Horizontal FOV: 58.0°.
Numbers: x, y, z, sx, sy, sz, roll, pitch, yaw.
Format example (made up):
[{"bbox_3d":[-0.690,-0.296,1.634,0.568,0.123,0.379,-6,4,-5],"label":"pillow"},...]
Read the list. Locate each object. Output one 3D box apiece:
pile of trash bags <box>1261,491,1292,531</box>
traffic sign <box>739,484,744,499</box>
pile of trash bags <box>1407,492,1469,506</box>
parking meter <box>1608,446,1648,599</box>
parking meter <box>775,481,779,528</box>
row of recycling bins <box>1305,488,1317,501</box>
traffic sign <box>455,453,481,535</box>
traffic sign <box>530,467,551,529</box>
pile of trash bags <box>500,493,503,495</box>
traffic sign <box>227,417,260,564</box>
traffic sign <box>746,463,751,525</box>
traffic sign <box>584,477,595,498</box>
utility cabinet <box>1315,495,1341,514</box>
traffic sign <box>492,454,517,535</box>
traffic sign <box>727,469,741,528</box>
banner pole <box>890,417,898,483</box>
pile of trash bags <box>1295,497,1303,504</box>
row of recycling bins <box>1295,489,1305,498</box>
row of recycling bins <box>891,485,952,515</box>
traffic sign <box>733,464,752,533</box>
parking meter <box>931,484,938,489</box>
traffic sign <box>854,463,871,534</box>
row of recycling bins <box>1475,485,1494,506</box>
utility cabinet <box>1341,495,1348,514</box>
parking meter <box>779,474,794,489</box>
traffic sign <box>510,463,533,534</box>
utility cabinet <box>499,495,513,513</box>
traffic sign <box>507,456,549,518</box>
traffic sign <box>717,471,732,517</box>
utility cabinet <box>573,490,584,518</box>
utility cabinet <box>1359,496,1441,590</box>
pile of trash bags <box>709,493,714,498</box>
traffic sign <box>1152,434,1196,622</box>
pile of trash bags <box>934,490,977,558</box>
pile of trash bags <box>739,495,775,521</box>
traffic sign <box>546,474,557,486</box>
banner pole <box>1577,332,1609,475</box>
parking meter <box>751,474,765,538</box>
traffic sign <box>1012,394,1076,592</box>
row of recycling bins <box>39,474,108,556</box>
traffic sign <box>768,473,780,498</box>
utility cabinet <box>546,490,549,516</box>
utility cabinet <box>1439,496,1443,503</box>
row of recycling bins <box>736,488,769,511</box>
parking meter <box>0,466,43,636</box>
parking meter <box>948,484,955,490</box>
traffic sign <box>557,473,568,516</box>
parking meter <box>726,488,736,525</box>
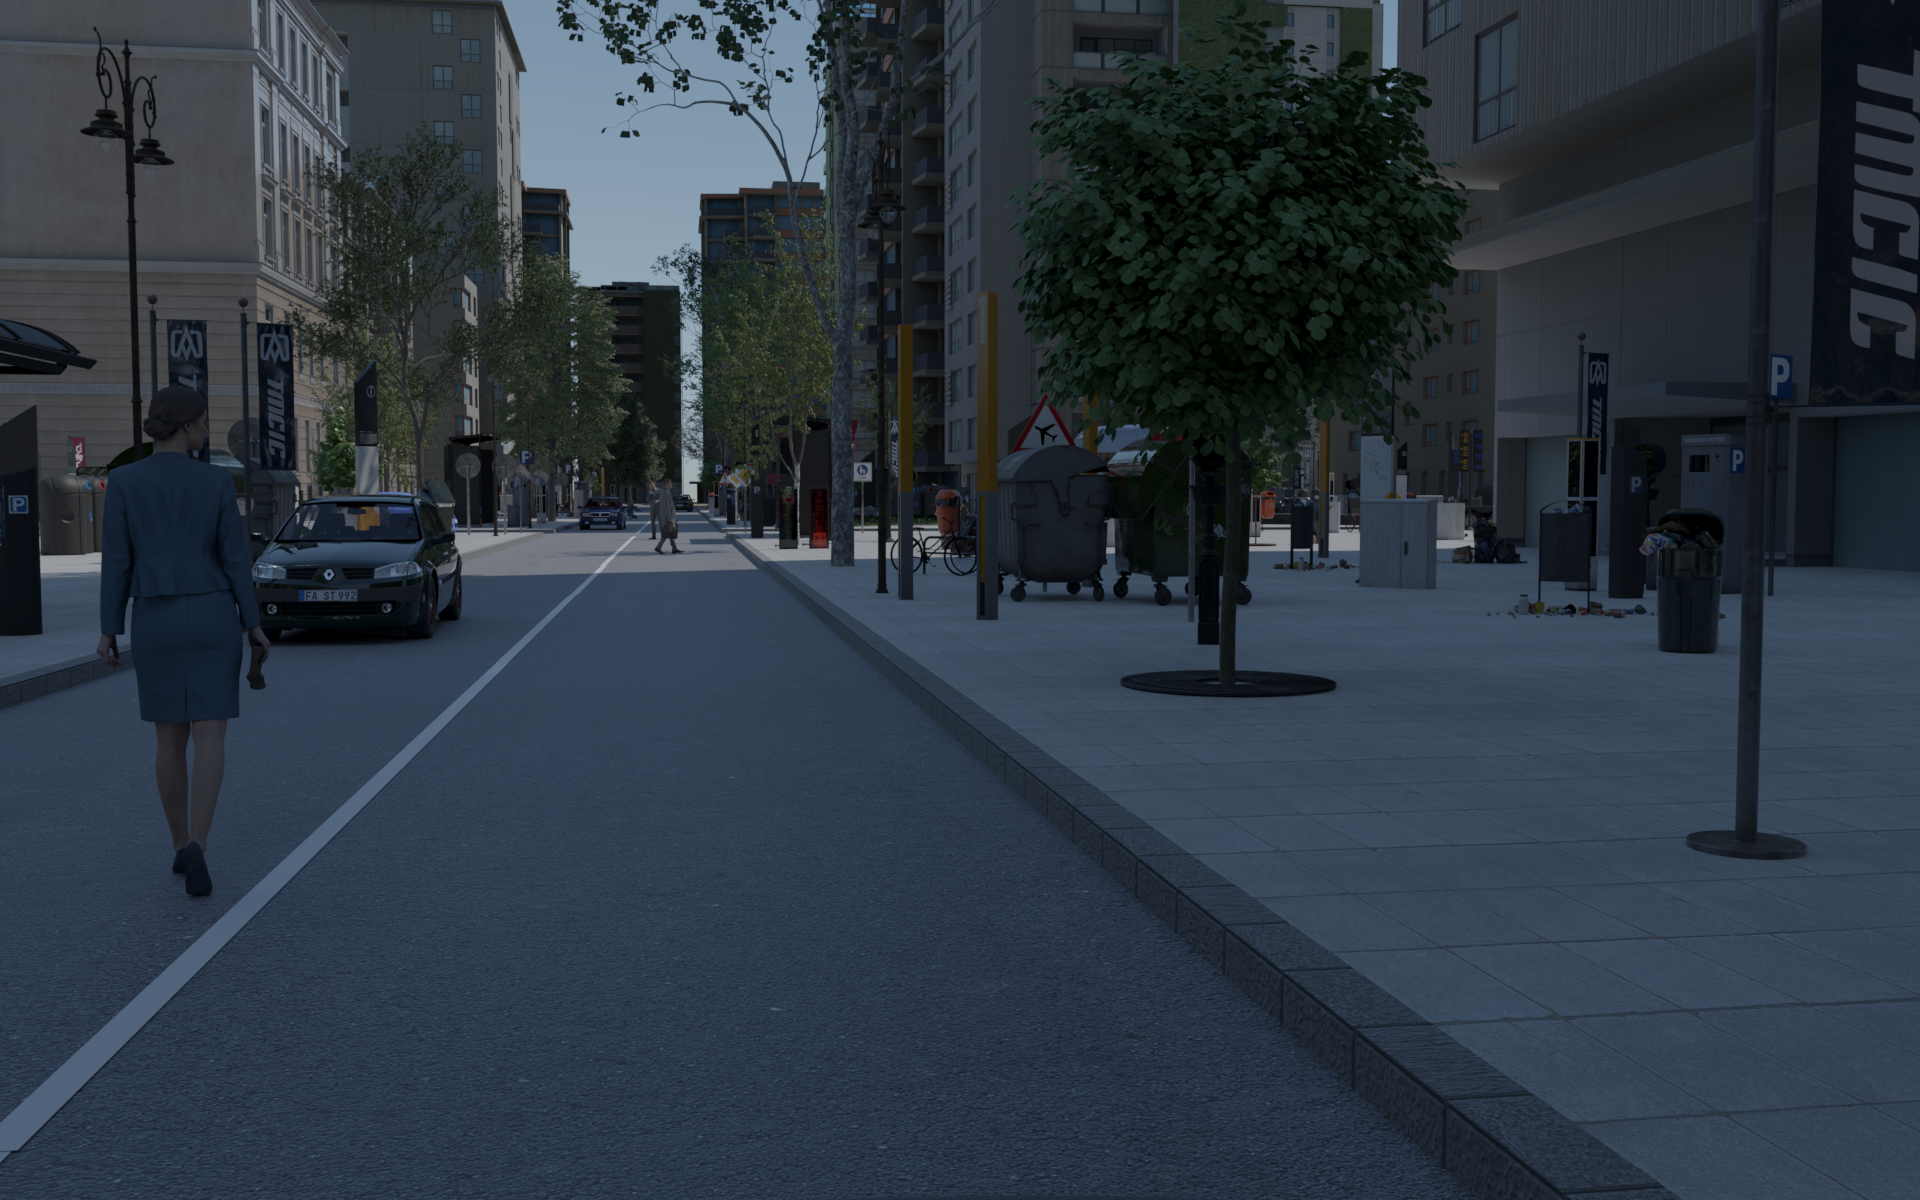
[{"bbox_3d":[9.315,-2.998,58.768,3.447,1.369,1.912,-2,4,-30],"label":"pile of trash bags"},{"bbox_3d":[-13.288,-6.356,106.054,0.606,2.300,0.079,0,4,-2],"label":"traffic sign"},{"bbox_3d":[22.753,-4.448,82.471,3.447,1.369,1.912,2,4,30],"label":"pile of trash bags"},{"bbox_3d":[8.223,-0.954,21.313,0.399,1.863,0.255,-2,4,-23],"label":"parking meter"},{"bbox_3d":[-6.797,-3.666,65.651,0.399,1.863,0.255,-1,4,-19],"label":"parking meter"},{"bbox_3d":[25.443,-6.758,117.601,3.534,1.692,1.069,2,4,35],"label":"row of recycling bins"},{"bbox_3d":[-15.320,-3.293,53.955,0.768,2.556,0.104,0,4,-4],"label":"traffic sign"},{"bbox_3d":[-15.551,-3.700,64.132,0.795,2.450,0.064,-1,4,-9],"label":"traffic sign"},{"bbox_3d":[-33.060,-7.204,127.538,1.912,1.369,3.447,-3,5,-40],"label":"pile of trash bags"},{"bbox_3d":[-11.749,-1.752,28.749,0.768,2.556,0.104,-1,4,-8],"label":"traffic sign"},{"bbox_3d":[-8.590,-4.349,71.217,0.768,2.556,0.104,0,4,-3],"label":"traffic sign"},{"bbox_3d":[-27.301,-7.802,127.669,0.768,2.556,0.104,0,4,-2],"label":"traffic sign"},{"bbox_3d":[14.916,-3.632,70.542,0.306,1.237,1.020,-2,4,-32],"label":"utility cabinet"},{"bbox_3d":[-14.391,-3.341,54.727,0.768,2.556,0.104,0,4,-6],"label":"traffic sign"},{"bbox_3d":[-8.397,-3.769,65.270,0.795,2.450,0.064,-1,4,-9],"label":"traffic sign"},{"bbox_3d":[-1.725,-3.616,49.143,0.863,3.779,0.401,3,4,37],"label":"banner pole"},{"bbox_3d":[13.982,-4.160,77.765,1.912,1.369,3.447,-3,4,-38],"label":"pile of trash bags"},{"bbox_3d":[25.304,-7.795,134.565,3.534,1.692,1.069,1,4,12],"label":"row of recycling bins"},{"bbox_3d":[-1.885,-4.485,80.440,3.534,1.692,1.069,-3,4,-36],"label":"row of recycling bins"},{"bbox_3d":[-7.115,-3.287,57.388,0.795,2.450,0.064,-1,4,-9],"label":"traffic sign"},{"bbox_3d":[-1.438,-5.608,97.401,0.255,1.863,0.399,-2,4,-32],"label":"parking meter"},{"bbox_3d":[-3.163,-3.303,56.135,0.606,2.300,0.079,-1,4,-9],"label":"traffic sign"},{"bbox_3d":[23.970,-4.315,77.657,1.069,1.692,3.534,0,4,-2],"label":"row of recycling bins"},{"bbox_3d":[22.523,-5.537,101.687,1.020,1.237,0.306,2,4,29],"label":"utility cabinet"},{"bbox_3d":[-4.879,-2.671,49.374,0.399,1.863,0.255,-1,4,-13],"label":"parking meter"},{"bbox_3d":[-14.269,-3.218,56.250,0.795,2.450,0.064,-1,4,-9],"label":"traffic sign"},{"bbox_3d":[-31.069,-6.587,118.852,1.020,1.237,0.306,1,4,12],"label":"utility cabinet"},{"bbox_3d":[-23.027,-6.023,92.346,2.265,3.308,0.079,0,4,-3],"label":"traffic sign"},{"bbox_3d":[-12.899,-5.821,95.182,0.884,2.594,0.081,0,4,-6],"label":"traffic sign"},{"bbox_3d":[-20.260,-5.098,92.038,0.318,1.500,1.173,-2,4,-24],"label":"utility cabinet"},{"bbox_3d":[5.975,-0.764,23.646,1.020,1.237,0.306,3,5,41],"label":"utility cabinet"},{"bbox_3d":[-18.818,-7.703,135.701,1.912,1.369,3.447,1,4,15],"label":"pile of trash bags"},{"bbox_3d":[2.319,-1.058,17.305,0.884,2.594,0.081,0,4,-3],"label":"traffic sign"},{"bbox_3d":[0.602,-1.619,36.227,1.912,1.369,3.447,2,4,35],"label":"pile of trash bags"},{"bbox_3d":[-9.767,-4.542,84.014,1.912,1.369,3.447,-1,4,-8],"label":"pile of trash bags"},{"bbox_3d":[-21.202,-5.361,89.783,0.606,2.300,0.079,0,4,-5],"label":"traffic sign"},{"bbox_3d":[9.803,-2.261,26.979,0.863,3.779,0.401,-2,4,-29],"label":"banner pole"},{"bbox_3d":[-5.878,-2.730,50.352,0.399,1.863,0.255,0,4,-4],"label":"parking meter"},{"bbox_3d":[1.110,-1.382,22.597,0.884,2.594,0.081,0,4,-6],"label":"traffic sign"},{"bbox_3d":[-19.151,-1.870,37.685,1.069,1.692,3.534,-1,4,-11],"label":"row of recycling bins"},{"bbox_3d":[-11.540,-6.556,107.301,0.768,2.556,0.104,0,4,-6],"label":"traffic sign"},{"bbox_3d":[-24.368,-5.708,102.007,0.318,1.500,1.173,0,4,4],"label":"utility cabinet"},{"bbox_3d":[18.808,-3.559,69.349,1.020,1.237,0.306,1,4,10],"label":"utility cabinet"},{"bbox_3d":[-14.645,-7.069,122.697,1.069,1.692,3.534,-3,4,-39],"label":"row of recycling bins"},{"bbox_3d":[-8.589,-0.450,15.772,0.372,1.533,0.369,0,3,0],"label":"parking meter"},{"bbox_3d":[-0.536,-5.903,102.218,0.255,1.863,0.399,-3,5,-44],"label":"parking meter"},{"bbox_3d":[-23.657,-6.288,102.920,0.768,2.556,0.104,0,4,-3],"label":"traffic sign"},{"bbox_3d":[-9.587,-3.921,72.515,0.372,1.533,0.369,0,3,0],"label":"parking meter"}]
